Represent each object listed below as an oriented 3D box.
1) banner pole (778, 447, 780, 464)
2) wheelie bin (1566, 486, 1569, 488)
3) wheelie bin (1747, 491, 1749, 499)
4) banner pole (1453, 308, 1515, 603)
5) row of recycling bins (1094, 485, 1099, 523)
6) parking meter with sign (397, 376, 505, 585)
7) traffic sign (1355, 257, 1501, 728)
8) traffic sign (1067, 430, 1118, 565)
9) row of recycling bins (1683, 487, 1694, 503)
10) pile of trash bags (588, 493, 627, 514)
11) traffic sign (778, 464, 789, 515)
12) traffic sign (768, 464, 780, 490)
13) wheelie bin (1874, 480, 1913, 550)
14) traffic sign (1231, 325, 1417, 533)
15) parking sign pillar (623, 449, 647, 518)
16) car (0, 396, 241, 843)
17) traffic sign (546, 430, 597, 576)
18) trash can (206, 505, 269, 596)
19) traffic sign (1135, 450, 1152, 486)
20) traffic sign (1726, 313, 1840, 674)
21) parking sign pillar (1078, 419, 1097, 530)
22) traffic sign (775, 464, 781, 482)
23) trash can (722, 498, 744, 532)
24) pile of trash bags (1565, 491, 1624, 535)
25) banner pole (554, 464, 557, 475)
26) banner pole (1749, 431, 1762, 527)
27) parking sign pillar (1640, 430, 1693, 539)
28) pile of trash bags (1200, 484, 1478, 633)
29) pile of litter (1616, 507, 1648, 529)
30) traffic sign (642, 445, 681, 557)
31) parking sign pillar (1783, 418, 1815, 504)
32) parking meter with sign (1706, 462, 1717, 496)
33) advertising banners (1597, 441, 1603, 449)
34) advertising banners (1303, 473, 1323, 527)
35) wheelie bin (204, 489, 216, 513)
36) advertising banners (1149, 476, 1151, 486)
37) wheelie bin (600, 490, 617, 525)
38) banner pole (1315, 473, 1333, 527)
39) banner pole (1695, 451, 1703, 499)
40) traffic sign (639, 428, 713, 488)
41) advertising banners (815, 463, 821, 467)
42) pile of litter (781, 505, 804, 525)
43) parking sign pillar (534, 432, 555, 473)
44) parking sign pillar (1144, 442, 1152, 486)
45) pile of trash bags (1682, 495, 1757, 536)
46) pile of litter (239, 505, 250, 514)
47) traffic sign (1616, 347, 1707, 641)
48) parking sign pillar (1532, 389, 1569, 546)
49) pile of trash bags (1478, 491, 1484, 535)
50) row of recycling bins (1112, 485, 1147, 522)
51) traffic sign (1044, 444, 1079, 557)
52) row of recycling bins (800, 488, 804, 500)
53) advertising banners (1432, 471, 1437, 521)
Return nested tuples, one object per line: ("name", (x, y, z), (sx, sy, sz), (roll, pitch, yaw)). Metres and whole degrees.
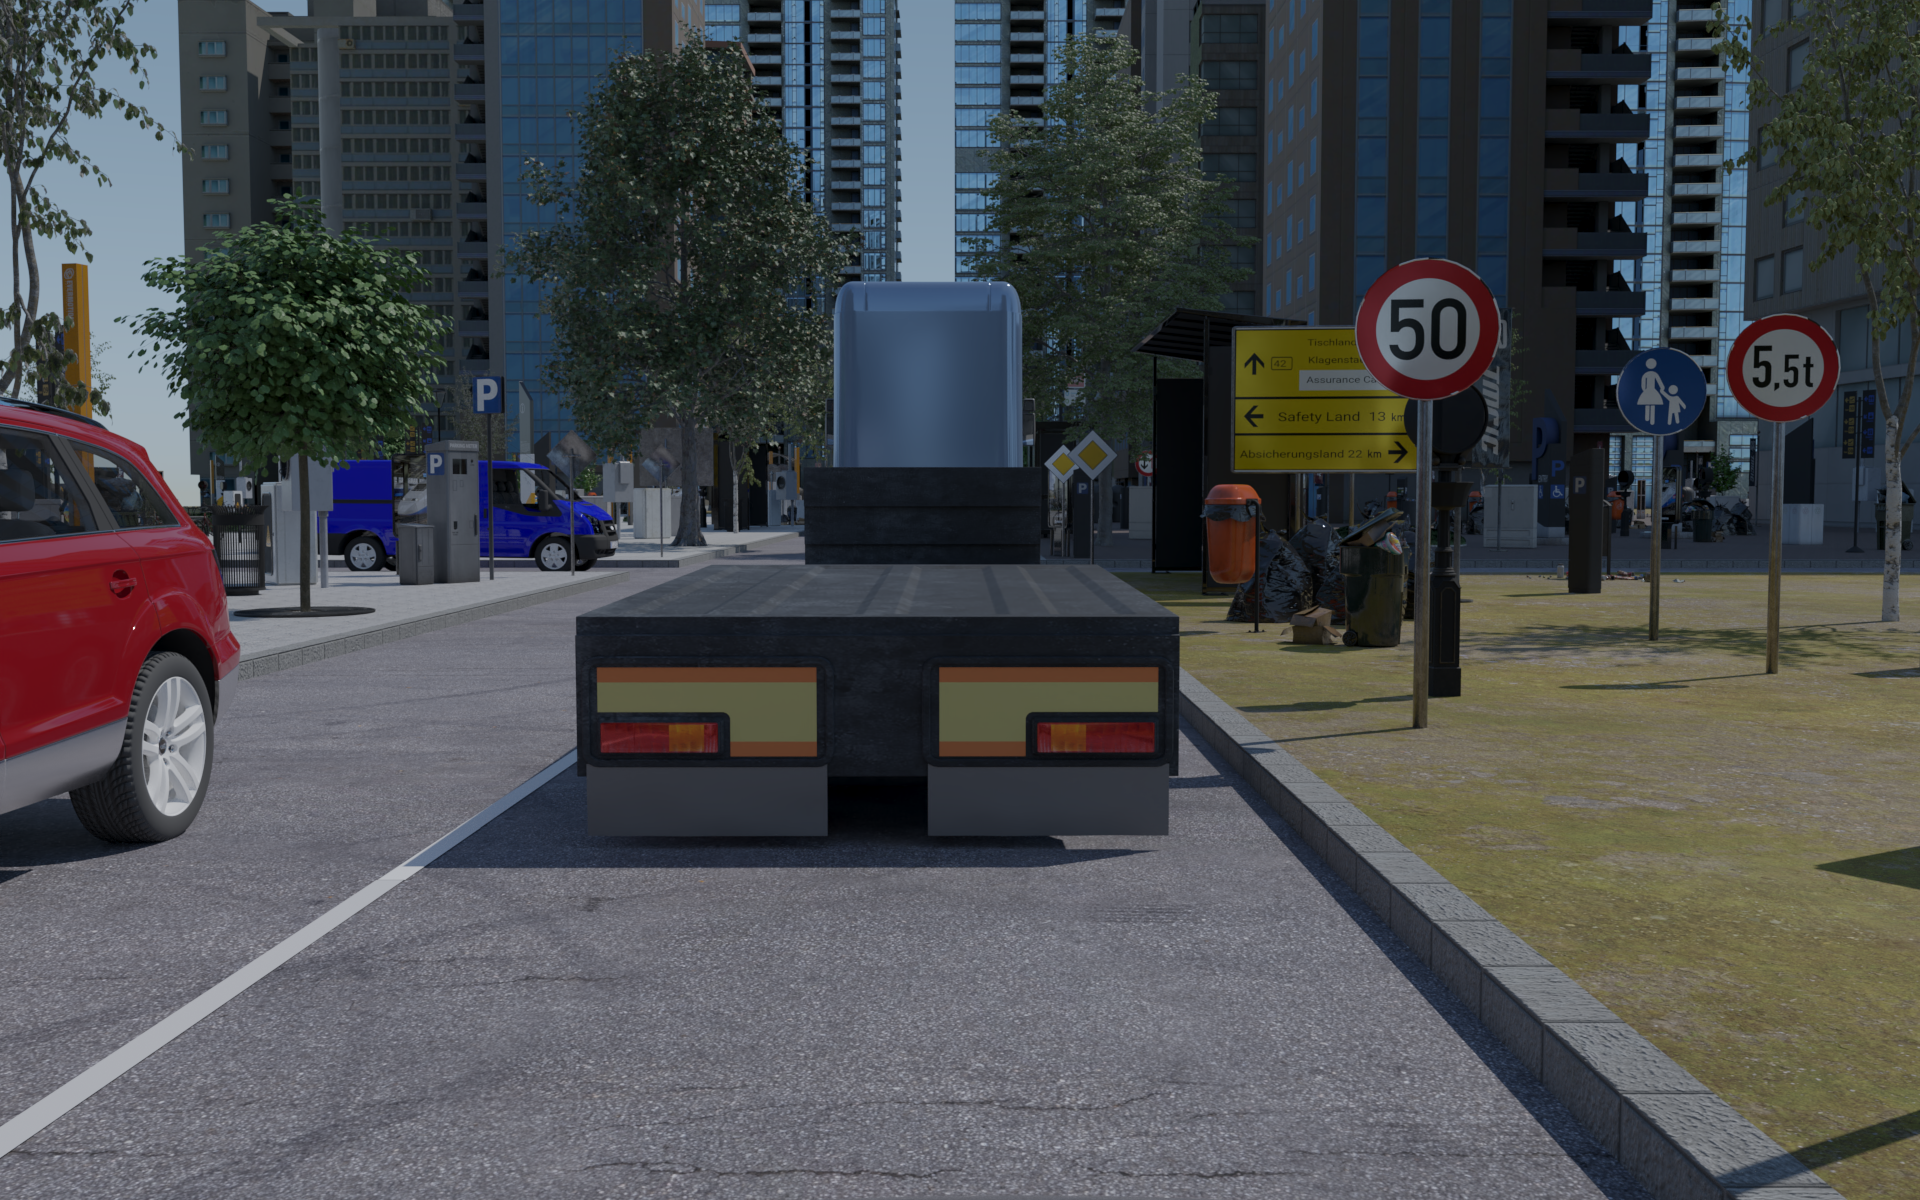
("banner pole", (-9.591, -6.245, 92.130), (0.401, 3.779, 0.863), (0, 4, -2))
("wheelie bin", (24.318, -3.740, 69.064), (0.980, 1.594, 0.693), (-2, 4, -35))
("wheelie bin", (46.693, -5.753, 101.966), (0.693, 1.594, 0.980), (1, 4, 16))
("banner pole", (6.127, -1.865, 20.502), (0.863, 3.779, 0.401), (0, 4, -7))
("row of recycling bins", (4.732, -4.230, 76.268), (3.534, 1.692, 1.069), (-1, 4, -9))
("parking meter with sign", (-7.361, -1.760, 25.034), (0.543, 3.016, 1.738), (2, 4, 27))
("traffic sign", (2.527, -0.571, 9.437), (0.768, 2.556, 0.104), (1, 4, 8))
("traffic sign", (2.070, -1.434, 27.090), (0.795, 2.450, 0.064), (0, 4, 0))
("row of recycling bins", (40.934, -5.638, 99.296), (1.069, 1.692, 3.534), (0, 4, -6))
("pile of trash bags", (-22.033, -6.056, 108.773), (1.912, 1.369, 3.447), (2, 4, 35))
("traffic sign", (-7.597, -4.535, 74.249), (0.768, 2.556, 0.104), (0, 4, 6))
("traffic sign", (-7.971, -4.475, 73.279), (0.768, 2.556, 0.104), (0, 4, 7))
("wheelie bin", (21.373, -1.939, 39.617), (0.693, 1.594, 0.980), (0, 4, -4))
("traffic sign", (4.427, -1.659, 20.992), (2.265, 3.308, 0.079), (0, 4, 6))
("parking sign pillar", (-16.590, -6.149, 89.000), (1.447, 3.967, 1.447), (1, 4, 22))
("car", (-4.257, 0.183, 5.676), (2.281, 1.827, 5.304), (0, 4, 0))
("traffic sign", (-6.074, -1.437, 27.131), (0.795, 2.450, 0.064), (0, 4, 0))
("trash can", (-9.150, -0.632, 21.981), (0.748, 1.137, 0.748), (0, 3, 0))
("traffic sign", (5.442, -3.059, 50.121), (0.768, 2.556, 0.104), (0, 4, 3))
("traffic sign", (5.812, -0.747, 12.318), (0.768, 2.556, 0.104), (0, 4, 7))
("parking sign pillar", (4.203, -4.509, 62.198), (1.447, 3.967, 1.447), (-2, 4, -28))
("traffic sign", (-7.743, -4.567, 74.673), (0.884, 2.594, 0.081), (0, 4, 6))
("trash can", (-7.686, -2.876, 58.681), (0.748, 1.137, 0.748), (0, 3, 0))
("pile of trash bags", (19.812, -2.799, 55.509), (3.447, 1.369, 1.912), (-1, 4, -17))
("banner pole", (-23.380, -6.657, 98.856), (0.863, 3.779, 0.401), (0, 4, 3))
("banner pole", (31.280, -4.782, 68.208), (0.863, 3.779, 0.401), (-3, 4, -36))
("parking sign pillar", (20.506, -3.773, 50.165), (1.447, 3.967, 1.447), (0, 4, 3))
("pile of trash bags", (3.484, -0.459, 17.250), (1.912, 1.369, 3.447), (3, 5, 40))
("pile of litter", (25.167, -3.103, 64.692), (1.719, 0.858, 1.176), (-2, 4, -35))
("traffic sign", (-6.053, -1.925, 35.116), (0.795, 2.450, 0.064), (0, 4, 0))
("parking sign pillar", (29.699, -4.478, 61.681), (1.447, 3.967, 1.447), (-3, 5, -43))
("parking meter with sign", (40.327, -5.909, 92.865), (0.543, 3.016, 1.738), (1, 4, 21))
("advertising banners", (21.053, -3.763, 57.713), (0.090, 3.025, 2.074), (0, 4, 4))
("advertising banners", (8.936, -3.010, 45.398), (0.090, 3.025, 2.074), (-2, 4, -27))
("wheelie bin", (-46.078, -6.015, 106.247), (0.693, 1.594, 0.980), (-1, 4, -12))
("advertising banners", (7.490, -4.524, 70.155), (0.090, 3.025, 2.074), (1, 4, 22))
("wheelie bin", (-14.675, -3.970, 72.818), (0.693, 1.594, 0.980), (3, 5, 42))
("banner pole", (14.114, -4.725, 67.270), (0.863, 3.779, 0.401), (-2, 4, -23))
("banner pole", (42.869, -6.759, 100.532), (0.401, 3.779, 0.863), (0, 4, -6))
("traffic sign", (-8.698, -3.623, 53.114), (2.265, 3.308, 0.079), (0, 4, 1))
("advertising banners", (-7.335, -6.107, 96.043), (2.074, 3.025, 0.090), (3, 5, 44))
("pile of litter", (-6.813, -3.524, 71.585), (1.719, 0.858, 1.176), (-1, 4, -12))
("parking sign pillar", (-18.243, -5.309, 75.274), (1.447, 3.967, 1.447), (2, 4, 24))
("parking sign pillar", (9.828, -6.123, 88.591), (1.447, 3.967, 1.447), (-1, 4, -10))
("pile of trash bags", (23.564, -2.764, 54.938), (1.912, 1.369, 3.447), (-1, 4, -15))
("pile of litter", (-28.945, -3.389, 69.369), (1.176, 0.858, 1.719), (0, 4, -1))
("traffic sign", (6.087, -0.918, 15.121), (0.768, 2.556, 0.104), (0, 4, 4))
("parking sign pillar", (14.883, -3.381, 43.747), (1.447, 3.967, 1.447), (0, 4, 0))
("pile of trash bags", (16.423, -2.831, 56.042), (1.912, 1.369, 3.447), (2, 4, 25))
("row of recycling bins", (8.256, -4.426, 79.471), (3.534, 1.692, 1.069), (-2, 4, -34))
("traffic sign", (2.091, -1.922, 35.075), (0.795, 2.450, 0.064), (0, 4, 0))
("row of recycling bins", (-9.348, -5.605, 98.755), (1.069, 1.692, 3.534), (0, 4, -4))
("advertising banners", (17.074, -4.024, 61.975), (0.090, 3.025, 2.074), (0, 4, 5))
